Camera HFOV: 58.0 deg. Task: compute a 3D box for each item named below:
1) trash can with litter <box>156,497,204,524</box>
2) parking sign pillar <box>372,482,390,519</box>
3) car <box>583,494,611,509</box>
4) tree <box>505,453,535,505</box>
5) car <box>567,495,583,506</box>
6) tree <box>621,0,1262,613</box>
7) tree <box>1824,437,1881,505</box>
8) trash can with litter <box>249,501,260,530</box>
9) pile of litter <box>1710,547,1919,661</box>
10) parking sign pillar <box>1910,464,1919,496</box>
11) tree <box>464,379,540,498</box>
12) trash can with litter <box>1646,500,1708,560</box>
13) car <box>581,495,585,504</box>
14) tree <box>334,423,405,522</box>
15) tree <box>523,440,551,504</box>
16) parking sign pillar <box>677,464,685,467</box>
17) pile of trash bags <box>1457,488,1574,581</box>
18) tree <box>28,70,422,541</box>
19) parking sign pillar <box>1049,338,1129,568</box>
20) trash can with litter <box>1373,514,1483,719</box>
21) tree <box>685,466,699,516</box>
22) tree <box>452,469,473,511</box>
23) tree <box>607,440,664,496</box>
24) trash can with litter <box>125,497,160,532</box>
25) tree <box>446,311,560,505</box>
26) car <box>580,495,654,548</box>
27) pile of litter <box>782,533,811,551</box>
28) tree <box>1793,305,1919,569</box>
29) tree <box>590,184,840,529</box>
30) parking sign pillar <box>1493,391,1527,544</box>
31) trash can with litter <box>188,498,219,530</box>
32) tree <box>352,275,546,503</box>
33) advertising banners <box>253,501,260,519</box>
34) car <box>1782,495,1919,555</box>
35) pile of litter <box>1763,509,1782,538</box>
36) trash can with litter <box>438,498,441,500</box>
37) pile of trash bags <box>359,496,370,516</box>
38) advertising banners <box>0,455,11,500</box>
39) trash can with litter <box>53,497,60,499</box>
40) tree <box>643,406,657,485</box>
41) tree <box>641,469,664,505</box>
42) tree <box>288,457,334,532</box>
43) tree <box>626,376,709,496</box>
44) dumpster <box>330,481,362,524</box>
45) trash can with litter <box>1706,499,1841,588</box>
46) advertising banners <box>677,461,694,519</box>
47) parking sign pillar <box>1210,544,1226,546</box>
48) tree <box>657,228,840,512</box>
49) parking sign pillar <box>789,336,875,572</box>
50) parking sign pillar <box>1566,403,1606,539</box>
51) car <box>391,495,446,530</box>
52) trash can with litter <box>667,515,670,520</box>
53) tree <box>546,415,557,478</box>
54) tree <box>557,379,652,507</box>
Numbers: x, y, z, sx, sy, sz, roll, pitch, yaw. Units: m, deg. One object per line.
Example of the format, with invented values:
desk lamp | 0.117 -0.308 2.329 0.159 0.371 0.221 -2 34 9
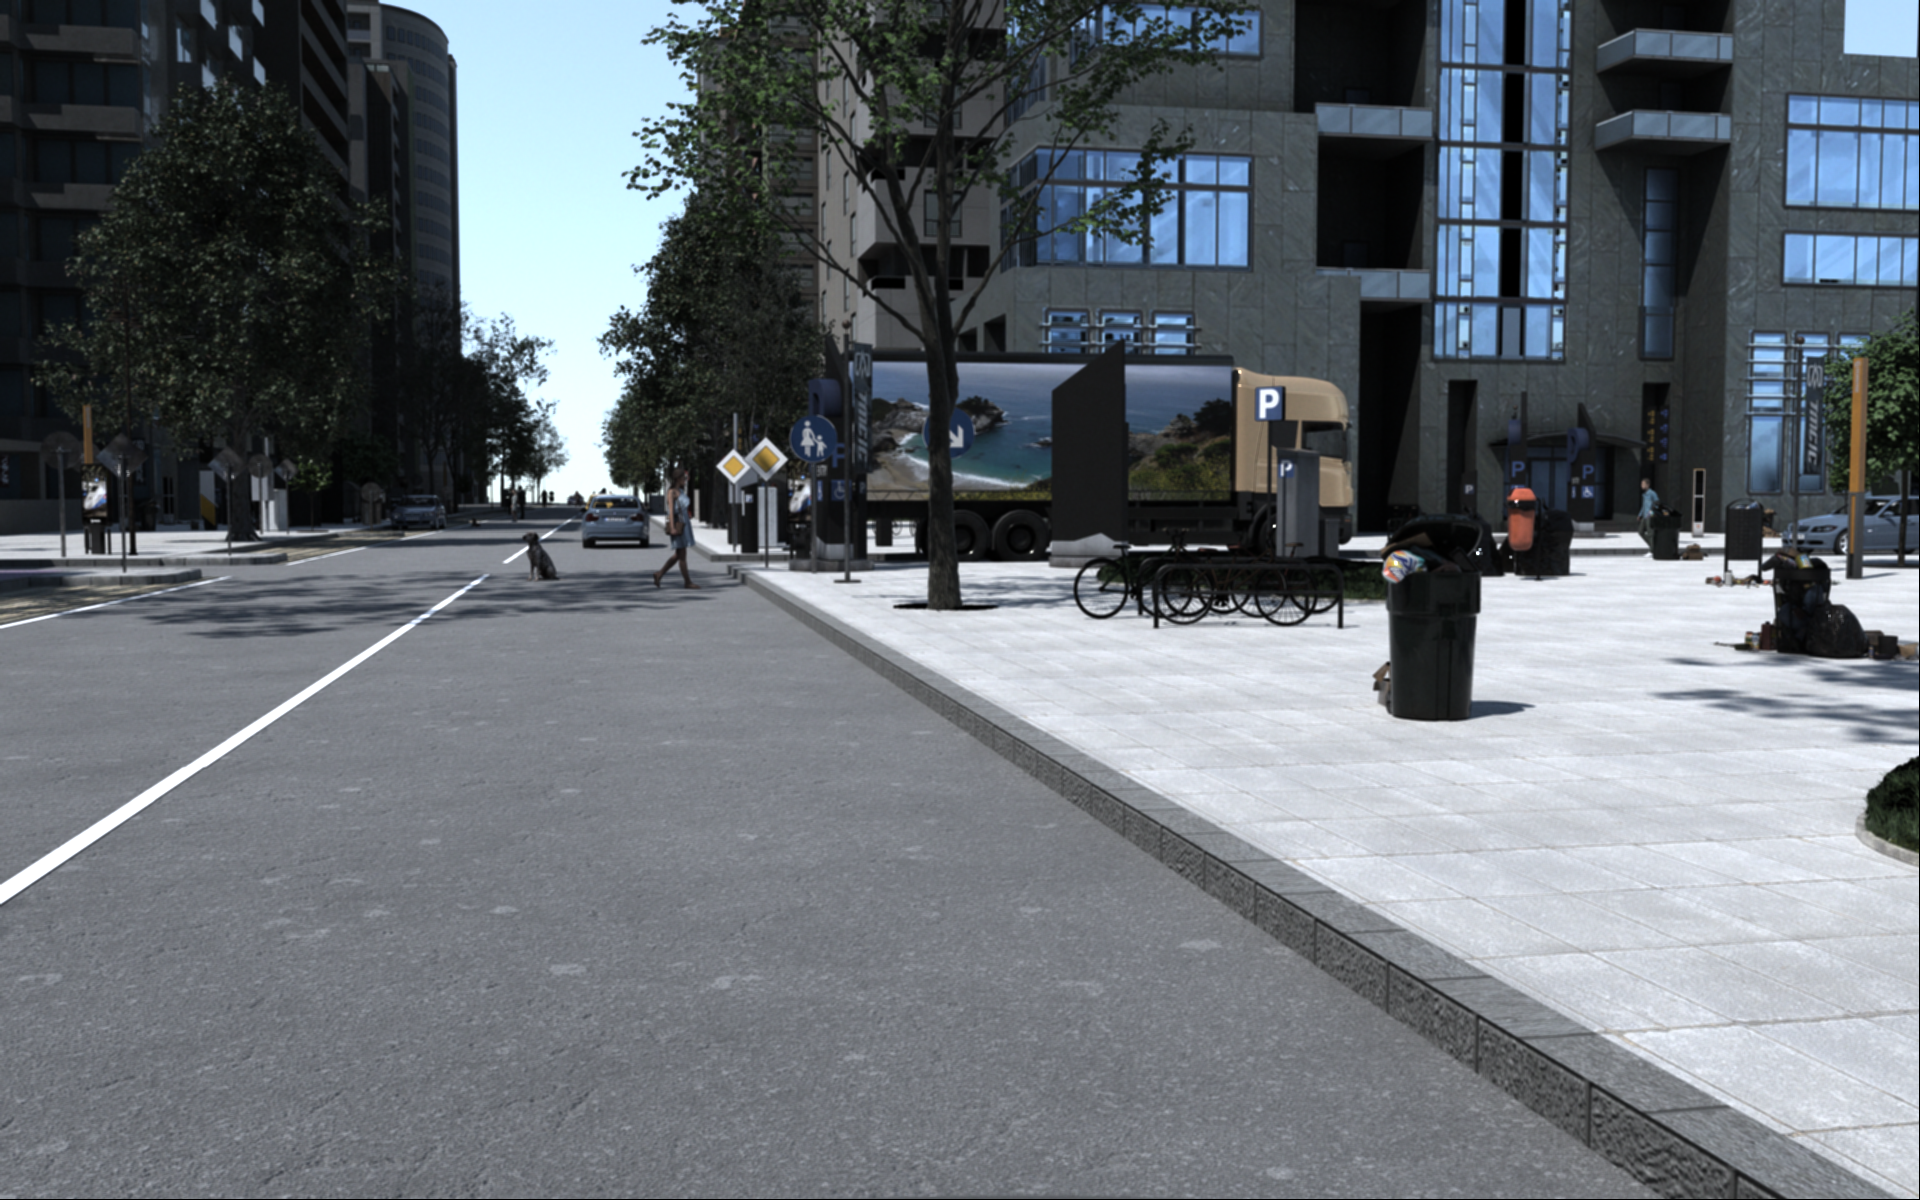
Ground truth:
trash can with litter | -33.488 -3.849 73.995 2.233 1.210 1.678 0 4 4
parking sign pillar | -30.237 -6.228 90.308 1.447 3.967 1.447 0 4 5
car | -19.599 -5.167 94.704 2.015 1.641 3.980 -1 4 -13
tree | -54.298 -16.049 212.763 4.737 8.622 4.395 0 3 0
car | -47.339 -12.251 212.880 1.945 1.354 3.894 -1 4 -11
tree | -0.265 -5.711 19.124 9.928 11.665 9.643 0 3 0
tree | 24.976 -3.318 48.846 1.663 3.219 1.824 0 3 0
trash can with litter | -24.483 -3.052 61.282 1.055 1.170 0.624 0 4 -3
pile of litter | 6.979 -0.008 14.092 1.176 0.858 1.719 -1 4 -10
parking sign pillar | 40.880 -5.232 74.018 1.447 3.967 1.447 2 4 29
tree | -44.559 -15.398 169.883 7.486 12.596 7.792 0 3 0
trash can with litter | 13.950 -1.364 33.694 1.055 1.170 0.624 0 4 -1
car | -54.104 -14.219 245.065 1.945 1.354 3.894 -1 4 -12
tree | -27.081 -5.830 79.038 4.285 4.588 4.351 0 3 0
tree | -60.122 -18.121 246.644 4.360 8.622 3.978 0 3 0
parking sign pillar | -17.447 -7.388 109.259 1.447 3.967 1.447 -2 4 -29
pile of trash bags | 8.618 -1.062 27.110 1.912 1.369 3.447 1 4 10
tree | -19.660 -7.954 47.057 9.611 12.733 9.660 0 3 0
parking sign pillar | 2.289 -2.569 30.468 1.447 3.967 1.447 1 4 22
trash can with litter | 2.655 0.074 10.174 0.624 1.170 1.055 0 4 -2
tree | -16.216 -6.683 103.860 1.663 3.219 1.824 0 3 0
tree | -38.517 -8.529 134.046 1.663 3.219 1.824 0 3 0
tree | -41.261 -18.614 222.470 7.486 12.596 7.792 0 3 0
trash can with litter | -28.063 -2.939 59.432 0.624 1.170 1.055 2 4 35
tree | -48.280 -19.974 182.469 12.611 20.169 13.585 0 3 0
car | -9.370 -2.157 47.266 2.014 1.417 4.499 -1 4 -10
pile of litter | -3.417 -1.548 39.276 1.176 0.858 1.719 -1 4 -15
tree | 16.497 -2.855 30.390 4.285 4.588 4.351 0 3 0
tree | -8.865 -8.994 64.062 9.611 12.733 9.660 0 3 0
parking sign pillar | 14.473 -3.454 44.941 1.447 3.967 1.447 1 4 17
trash can with litter | -27.264 -3.120 62.397 1.055 1.170 0.624 -1 4 -22
tree | -29.805 -11.440 97.417 12.009 13.543 11.850 0 3 0
advertising banners | -35.048 -5.547 86.882 0.090 3.025 2.074 -3 5 -43
car | 21.488 -1.737 40.408 4.499 1.417 2.014 -1 4 -11
pile of litter | 23.777 -2.291 51.428 1.176 0.858 1.719 -1 4 -9
trash can with litter | -32.281 -5.887 107.644 1.055 1.170 0.624 1 4 12
pile of trash bags | -34.764 -5.569 100.803 1.912 1.369 3.447 -2 4 -30
advertising banners | -40.912 -4.692 72.906 0.090 3.025 2.074 2 4 31
trash can with litter | -37.721 -3.735 72.459 0.624 1.170 1.055 -1 4 -13
tree | -13.141 -8.088 82.600 4.360 8.622 3.978 0 3 0
tree | -23.307 -8.366 131.383 1.663 3.219 1.824 0 3 0
tree | -21.955 -3.894 58.268 1.663 3.219 1.824 0 3 0
tree | -15.087 -8.649 91.771 4.737 8.622 4.395 0 3 0
dumpster | -27.027 -4.298 76.027 1.264 1.857 1.865 -1 4 -12
trash can with litter | 11.524 -0.823 24.508 2.233 1.210 1.678 0 4 -4
advertising banners | -13.858 -5.654 88.632 0.090 3.025 2.074 2 4 26
parking sign pillar | 6.946 -3.347 43.193 1.447 3.967 1.447 2 4 29
tree | -5.436 -5.955 47.734 4.360 8.622 3.978 0 3 0
parking sign pillar | -2.161 -2.483 29.065 1.447 3.967 1.447 -1 4 -18
parking sign pillar | 18.129 -3.796 50.540 1.447 3.967 1.447 0 4 3
car | -21.912 -3.559 70.198 2.014 1.417 4.499 -1 4 -10
trash can with litter | -13.938 -4.518 85.262 0.624 1.170 1.055 2 4 26
tree | -62.256 -21.126 255.771 12.009 13.543 11.850 0 3 0
tree | -32.363 -16.335 177.453 12.009 13.543 11.850 0 3 0
